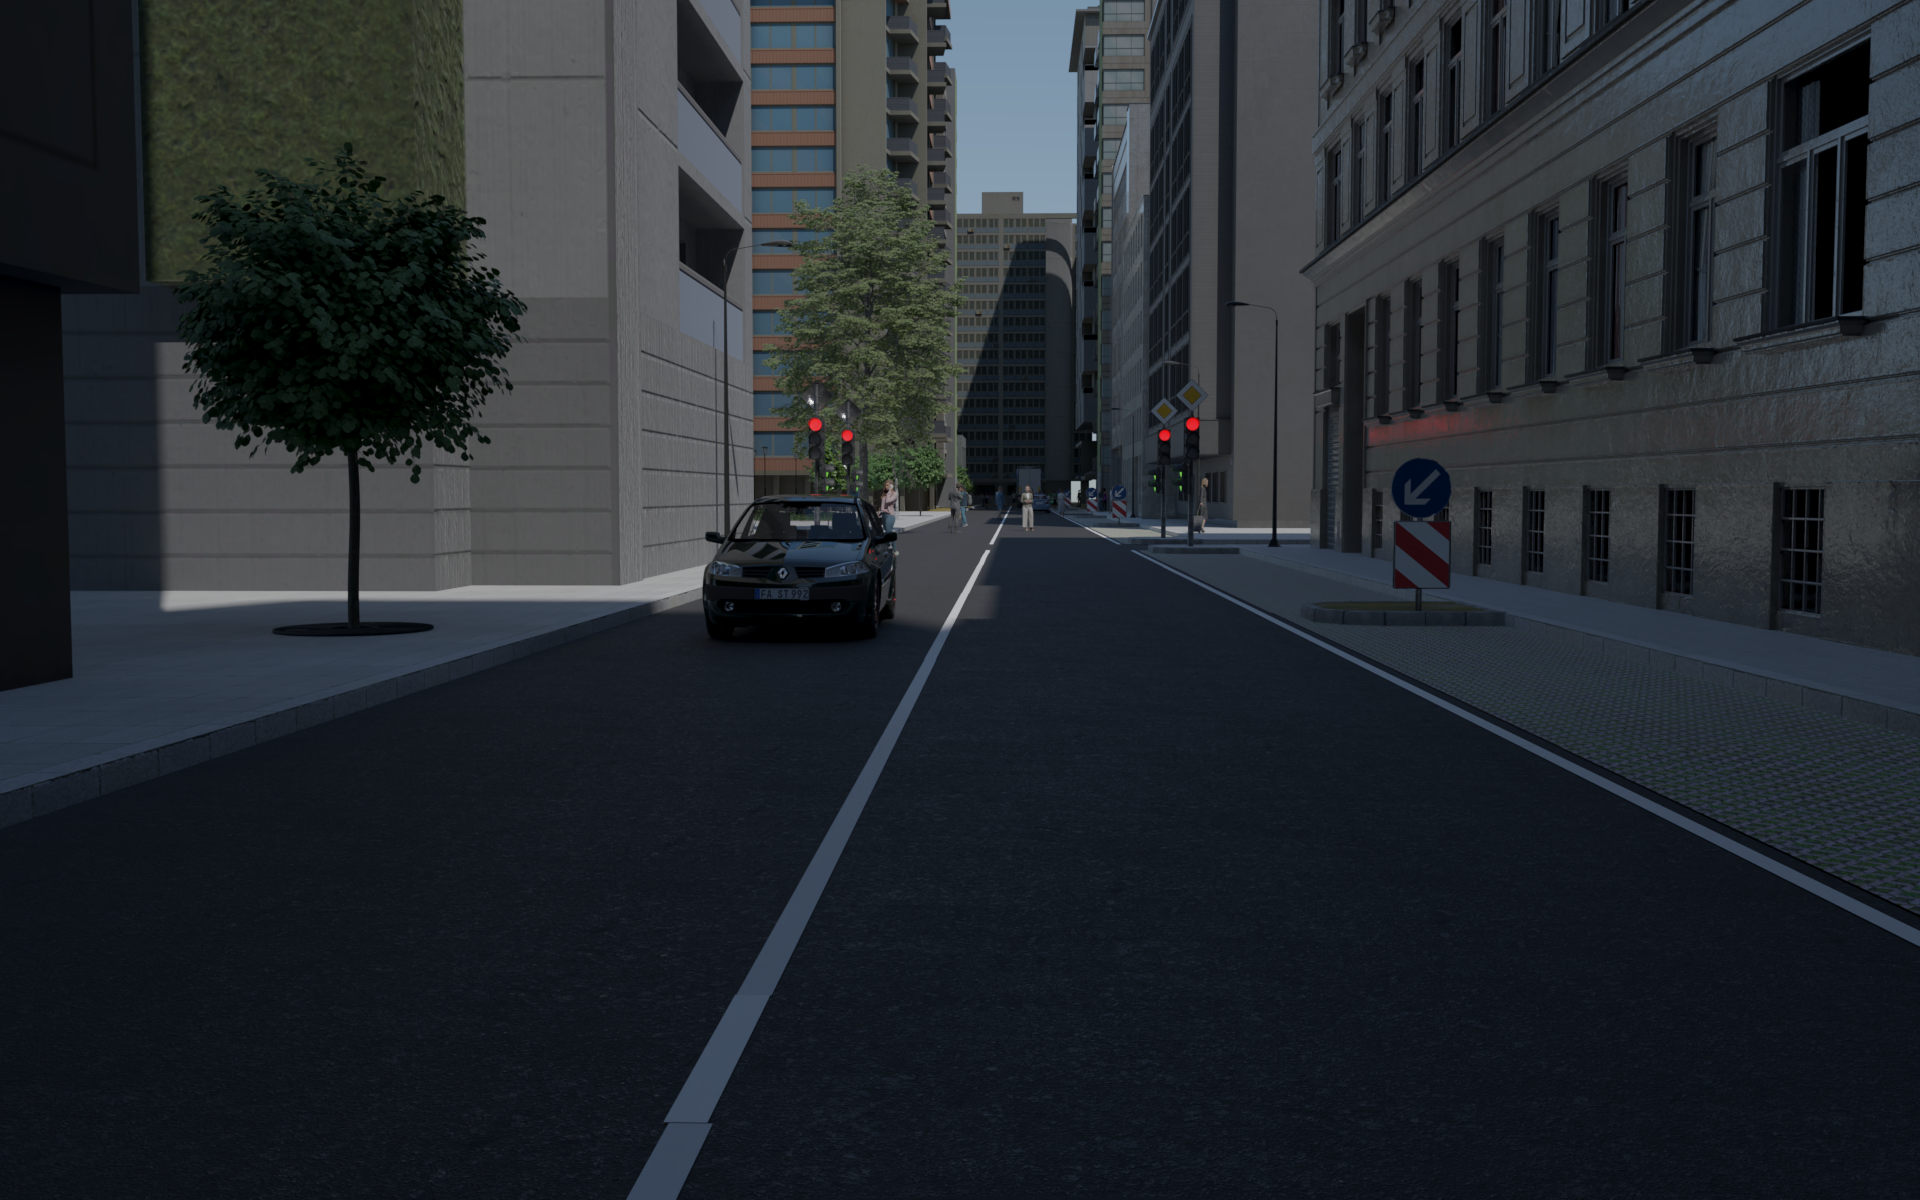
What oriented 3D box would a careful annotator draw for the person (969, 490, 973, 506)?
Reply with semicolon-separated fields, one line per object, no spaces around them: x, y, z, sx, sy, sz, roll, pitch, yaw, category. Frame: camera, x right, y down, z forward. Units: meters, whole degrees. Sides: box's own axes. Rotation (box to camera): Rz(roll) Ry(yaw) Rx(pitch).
1.315;-11.440;193.870;0.721;1.735;1.217;0;4;-6;person

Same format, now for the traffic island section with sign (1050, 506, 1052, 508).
10.256;-10.467;179.763;1.989;1.847;2.006;0;4;2;traffic island section with sign

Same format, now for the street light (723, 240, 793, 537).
-3.764;-3.628;31.855;1.470;5.913;1.316;0;4;2;street light

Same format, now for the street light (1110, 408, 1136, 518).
8.781;-7.382;93.239;1.470;5.913;1.316;0;4;2;street light

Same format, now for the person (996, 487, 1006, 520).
2.154;-5.241;94.220;0.581;1.822;0.654;3;5;39;person

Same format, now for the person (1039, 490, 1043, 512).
6.583;-8.110;141.770;0.551;1.740;0.621;2;4;25;person

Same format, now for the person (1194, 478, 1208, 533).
7.903;-3.118;57.238;0.699;1.804;1.509;2;4;32;person

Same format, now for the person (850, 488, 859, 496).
-4.021;-3.684;66.622;0.601;1.785;0.444;0;4;-1;person

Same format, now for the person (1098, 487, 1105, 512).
10.046;-7.145;123.280;0.534;1.772;0.576;-1;4;-21;person

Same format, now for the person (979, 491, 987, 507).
2.628;-10.984;188.804;1.217;1.735;0.721;0;4;-4;person

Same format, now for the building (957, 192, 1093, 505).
5.455;-32.635;225.459;23.993;40.220;32.217;0;4;2;building

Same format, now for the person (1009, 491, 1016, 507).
5.975;-11.189;192.221;1.217;1.735;0.721;2;4;27;person

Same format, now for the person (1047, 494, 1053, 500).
7.316;-8.116;144.388;0.799;1.438;0.628;-2;4;-32;person

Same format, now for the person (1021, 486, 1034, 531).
2.636;-3.577;67.531;0.519;1.759;0.362;-1;4;-14;person

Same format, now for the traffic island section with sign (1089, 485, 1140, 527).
6.784;-4.085;75.424;1.989;1.847;2.006;0;4;2;traffic island section with sign

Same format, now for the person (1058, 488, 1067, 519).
5.942;-5.595;100.547;0.480;1.755;0.524;1;4;17;person

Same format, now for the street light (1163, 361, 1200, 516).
7.807;-5.392;60.697;1.470;5.913;1.316;0;4;2;street light

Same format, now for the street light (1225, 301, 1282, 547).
7.088;-4.241;41.875;1.470;5.913;1.316;0;4;2;street light

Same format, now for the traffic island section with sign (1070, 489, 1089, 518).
7.699;-5.765;102.885;1.989;1.847;2.006;0;4;2;traffic island section with sign

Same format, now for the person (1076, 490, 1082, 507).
11.711;-9.988;170.143;0.445;1.727;0.742;1;4;18;person

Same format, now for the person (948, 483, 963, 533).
-0.152;-3.373;63.448;0.655;1.846;0.447;3;5;42;person

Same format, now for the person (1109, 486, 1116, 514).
9.788;-6.418;111.197;0.478;1.798;0.641;-2;4;-28;person

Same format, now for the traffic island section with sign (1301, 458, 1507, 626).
4.941;-0.673;19.637;1.989;1.847;2.006;0;4;2;traffic island section with sign

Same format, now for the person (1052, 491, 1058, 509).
9.007;-9.420;163.310;0.721;1.735;1.217;2;4;28;person

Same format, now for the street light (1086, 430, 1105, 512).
9.809;-9.354;125.471;1.470;5.913;1.316;0;4;2;street light

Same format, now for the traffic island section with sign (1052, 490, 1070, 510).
9.339;-8.791;152.359;1.989;1.847;2.006;0;4;2;traffic island section with sign

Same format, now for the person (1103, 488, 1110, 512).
10.690;-7.383;127.443;1.217;1.739;0.721;3;5;43;person

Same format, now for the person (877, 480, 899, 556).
-1.562;-1.806;38.619;0.643;1.750;0.593;-3;4;-36;person

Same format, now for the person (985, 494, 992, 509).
2.714;-9.405;165.509;0.697;1.427;0.421;1;4;13;person

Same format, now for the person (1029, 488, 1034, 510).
4.827;-6.699;118.003;0.573;1.828;0.580;-3;5;-43;person

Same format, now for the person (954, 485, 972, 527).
0.097;-4.095;75.444;0.794;1.824;0.713;-3;5;-40;person
